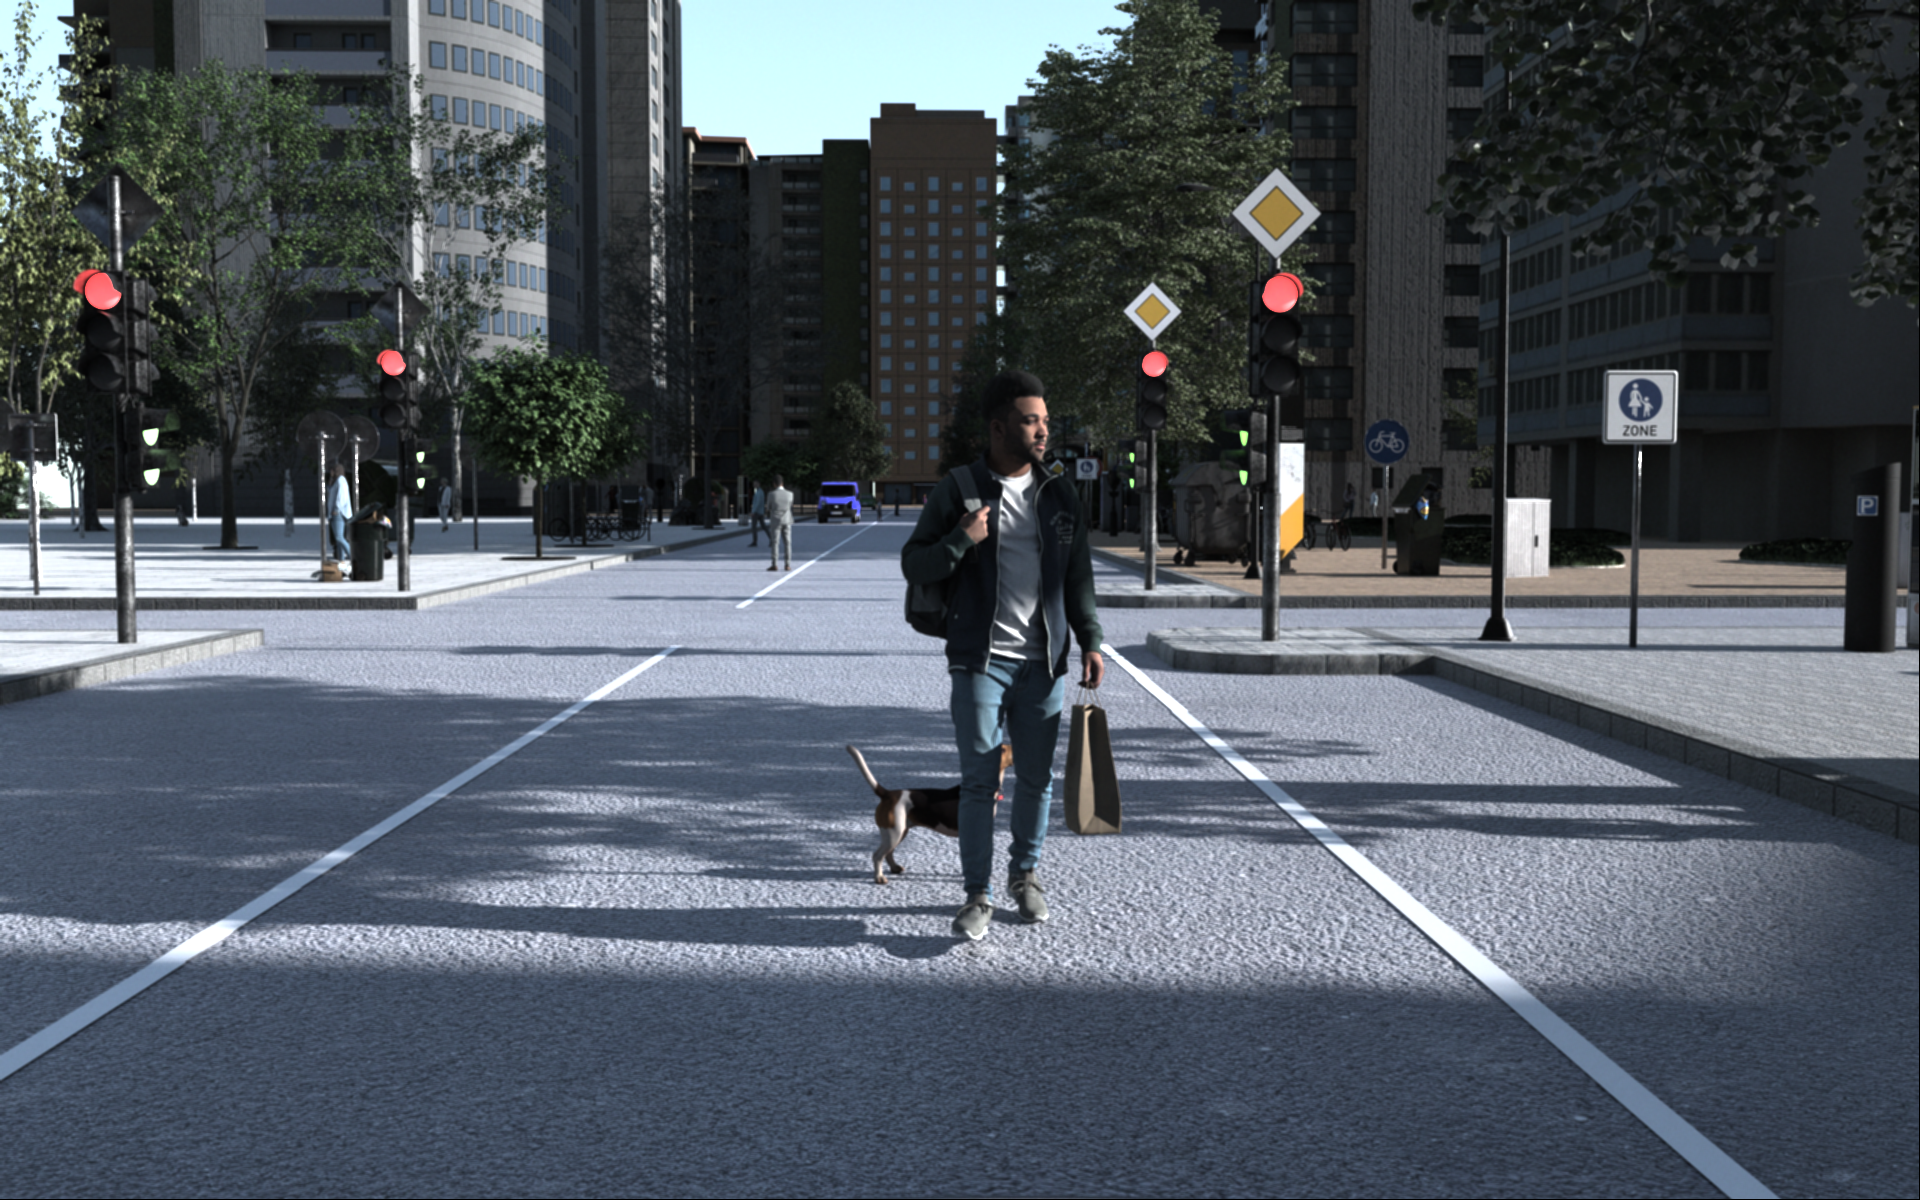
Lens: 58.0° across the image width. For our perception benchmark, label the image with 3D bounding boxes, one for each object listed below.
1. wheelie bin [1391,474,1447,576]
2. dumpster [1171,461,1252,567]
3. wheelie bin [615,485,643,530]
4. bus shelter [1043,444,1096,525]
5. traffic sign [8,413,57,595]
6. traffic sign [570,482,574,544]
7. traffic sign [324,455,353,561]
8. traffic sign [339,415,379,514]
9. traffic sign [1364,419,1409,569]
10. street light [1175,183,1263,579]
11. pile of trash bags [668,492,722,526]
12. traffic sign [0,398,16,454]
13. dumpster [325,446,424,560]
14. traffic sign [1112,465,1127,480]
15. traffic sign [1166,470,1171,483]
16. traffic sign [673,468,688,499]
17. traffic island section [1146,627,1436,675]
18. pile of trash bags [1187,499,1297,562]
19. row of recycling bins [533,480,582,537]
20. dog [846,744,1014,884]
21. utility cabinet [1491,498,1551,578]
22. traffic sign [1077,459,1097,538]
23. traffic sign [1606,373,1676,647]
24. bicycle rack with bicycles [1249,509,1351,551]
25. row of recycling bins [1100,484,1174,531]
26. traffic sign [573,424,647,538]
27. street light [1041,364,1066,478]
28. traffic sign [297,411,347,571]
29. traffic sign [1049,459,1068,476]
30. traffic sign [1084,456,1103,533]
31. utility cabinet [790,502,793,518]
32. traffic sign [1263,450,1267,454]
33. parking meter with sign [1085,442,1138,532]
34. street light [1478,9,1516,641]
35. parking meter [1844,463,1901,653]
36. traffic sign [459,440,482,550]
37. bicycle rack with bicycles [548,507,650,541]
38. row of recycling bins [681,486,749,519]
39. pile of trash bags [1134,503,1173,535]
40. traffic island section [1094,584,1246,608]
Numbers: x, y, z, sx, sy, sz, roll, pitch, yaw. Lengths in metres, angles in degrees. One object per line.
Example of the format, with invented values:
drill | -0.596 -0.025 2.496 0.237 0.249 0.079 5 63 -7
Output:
wheelie bin | 7.282 -1.197 27.478 0.693 1.594 0.980 -1 4 -14
dumpster | 4.531 -1.550 31.093 1.264 1.857 1.865 0 4 -1
wheelie bin | -11.695 -3.263 61.262 0.980 1.594 0.693 -1 4 -10
bus shelter | 4.413 -4.799 72.392 2.014 3.302 5.546 0 4 -1
traffic sign | -11.726 -1.211 21.932 0.606 2.300 0.079 0 4 0
traffic sign | -10.063 -2.738 44.879 0.768 2.556 0.104 0 4 3
traffic sign | -11.937 -1.902 33.226 0.606 2.300 0.079 0 3 0
traffic sign | -9.765 -1.706 27.994 0.768 2.556 0.104 0 4 1
traffic sign | 7.266 -1.803 29.584 0.768 2.556 0.104 0 4 2
street light | 3.919 -3.274 26.070 1.470 5.913 1.316 0 4 -1
pile of trash bags | -10.735 -3.786 71.648 1.912 1.369 3.447 1 4 11
traffic sign | -12.558 -1.367 22.450 0.768 2.556 0.104 0 4 6
dumpster | -11.719 -1.961 34.561 1.502 2.255 1.985 0 4 -1
traffic sign | 6.711 -4.432 72.570 0.768 2.556 0.104 0 3 0
traffic sign | 8.416 -4.088 68.975 0.606 2.300 0.079 0 4 -1
traffic sign | -13.647 -5.165 84.550 0.768 2.556 0.104 0 4 5
traffic island section | 2.739 0.436 15.158 2.009 0.180 2.903 0 4 -1
pile of trash bags | 5.795 -1.502 34.307 1.912 1.369 3.447 2 4 27
row of recycling bins | -12.375 -2.839 53.527 1.069 1.692 3.534 -2 4 -27
dog | -0.091 0.785 6.459 0.540 0.507 0.406 -3 5 -39
utility cabinet | 8.709 -0.961 26.872 1.020 1.237 0.306 -2 4 -32
traffic sign | 3.657 -2.927 49.994 0.606 2.300 0.079 0 4 6
traffic sign | 5.629 -0.752 14.418 0.606 2.300 0.079 0 4 -1
bicycle rack with bicycles | 7.612 -1.636 40.126 2.852 0.926 2.925 0 4 0
row of recycling bins | 6.666 -3.292 60.933 3.534 1.692 1.069 -1 4 -15
traffic sign | -10.211 -3.449 50.269 2.265 3.308 0.079 0 4 5
street light | 3.194 -5.452 61.681 1.470 5.913 1.316 0 4 -1
traffic sign | -9.737 -1.611 26.440 0.768 2.556 0.104 0 4 1
traffic sign | 3.660 -3.963 64.520 0.795 2.593 0.064 0 4 7
traffic sign | 4.373 -3.521 57.667 0.768 2.556 0.104 0 4 7
utility cabinet | -9.659 -5.112 94.741 1.020 1.237 0.306 1 4 19
traffic sign | 8.690 -2.930 48.011 0.768 2.556 0.104 0 4 4
parking meter with sign | 5.115 -3.797 58.342 1.738 3.016 0.543 0 4 -6
street light | 4.187 -2.601 15.063 1.470 5.913 1.316 0 4 -1
parking meter | 7.447 -0.350 14.139 0.372 1.533 0.369 0 3 0
traffic sign | -11.064 -2.411 39.523 0.768 2.556 0.104 0 4 5
bicycle rack with bicycles | -9.808 -2.085 47.479 2.925 0.926 2.852 -2 4 -23
row of recycling bins | -12.546 -4.986 88.635 3.534 1.692 1.069 0 4 1
pile of trash bags | 7.204 -2.793 55.421 1.912 1.369 3.447 -3 5 -44
traffic island section | 2.561 -0.053 23.141 2.009 0.180 2.903 0 4 -1
